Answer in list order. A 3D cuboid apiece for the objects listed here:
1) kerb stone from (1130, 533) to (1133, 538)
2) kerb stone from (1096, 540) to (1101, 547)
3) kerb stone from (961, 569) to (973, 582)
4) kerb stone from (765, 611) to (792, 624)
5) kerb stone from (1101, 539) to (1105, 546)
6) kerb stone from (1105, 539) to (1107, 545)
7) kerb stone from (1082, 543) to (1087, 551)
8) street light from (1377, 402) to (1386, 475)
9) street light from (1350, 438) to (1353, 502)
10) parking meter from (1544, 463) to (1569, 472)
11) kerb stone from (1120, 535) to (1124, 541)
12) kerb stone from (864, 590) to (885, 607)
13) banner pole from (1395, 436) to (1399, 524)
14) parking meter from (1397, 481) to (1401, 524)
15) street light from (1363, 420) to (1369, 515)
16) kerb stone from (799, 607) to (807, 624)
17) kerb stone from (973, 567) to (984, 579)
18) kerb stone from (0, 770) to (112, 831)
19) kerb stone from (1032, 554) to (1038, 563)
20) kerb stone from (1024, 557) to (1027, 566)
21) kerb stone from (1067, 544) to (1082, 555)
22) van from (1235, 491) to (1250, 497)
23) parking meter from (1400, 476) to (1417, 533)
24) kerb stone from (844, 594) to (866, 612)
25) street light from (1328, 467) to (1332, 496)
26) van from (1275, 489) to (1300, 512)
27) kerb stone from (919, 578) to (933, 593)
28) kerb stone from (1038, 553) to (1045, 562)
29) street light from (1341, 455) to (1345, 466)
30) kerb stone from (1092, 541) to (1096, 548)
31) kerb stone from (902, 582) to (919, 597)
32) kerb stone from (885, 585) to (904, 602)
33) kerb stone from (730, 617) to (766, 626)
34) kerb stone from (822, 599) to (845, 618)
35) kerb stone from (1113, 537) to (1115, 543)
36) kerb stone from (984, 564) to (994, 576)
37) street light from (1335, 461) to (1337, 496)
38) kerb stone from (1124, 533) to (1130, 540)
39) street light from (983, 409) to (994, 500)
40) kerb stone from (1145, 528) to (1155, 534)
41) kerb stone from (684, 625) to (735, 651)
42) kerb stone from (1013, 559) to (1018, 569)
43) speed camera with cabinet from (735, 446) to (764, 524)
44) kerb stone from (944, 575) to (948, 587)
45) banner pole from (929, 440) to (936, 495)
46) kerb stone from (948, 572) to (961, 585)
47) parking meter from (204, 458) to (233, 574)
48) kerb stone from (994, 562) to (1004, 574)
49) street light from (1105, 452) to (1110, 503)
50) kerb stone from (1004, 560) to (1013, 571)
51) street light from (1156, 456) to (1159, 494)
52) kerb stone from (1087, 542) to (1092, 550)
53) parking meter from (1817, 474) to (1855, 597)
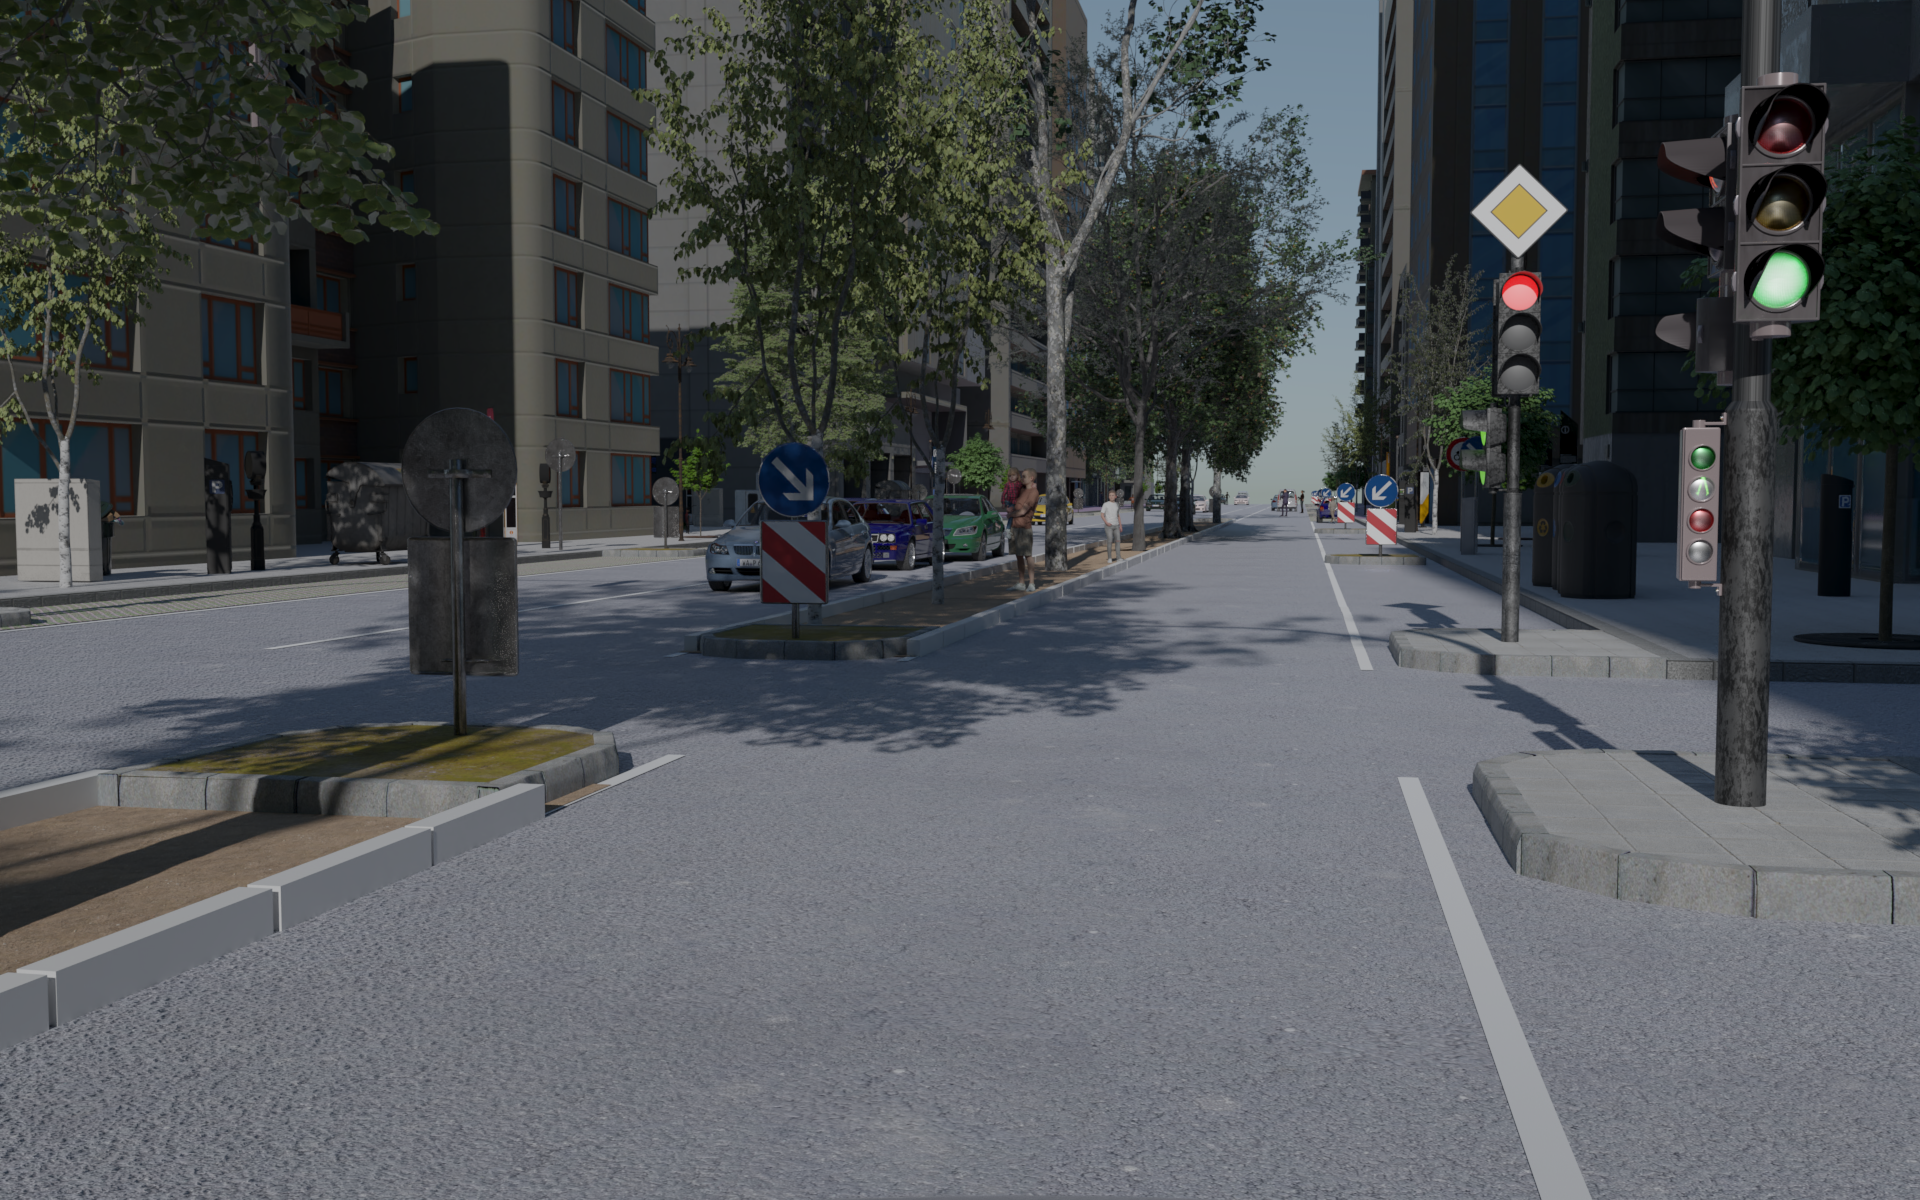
[{"bbox_3d":[5.368,-2.031,55.398,0.120,0.150,1.000,1,4,11],"label":"kerb stone"},{"bbox_3d":[3.582,-1.478,46.358,0.120,0.150,1.000,1,4,11],"label":"kerb stone"},{"bbox_3d":[0.015,-0.371,28.267,0.120,0.150,1.000,1,4,11],"label":"kerb stone"},{"bbox_3d":[-1.961,0.245,18.217,0.120,0.150,1.000,1,4,11],"label":"kerb stone"},{"bbox_3d":[3.785,-1.535,47.360,0.120,0.150,1.000,1,4,11],"label":"kerb stone"},{"bbox_3d":[3.977,-1.601,48.364,0.120,0.150,1.000,1,4,11],"label":"kerb stone"},{"bbox_3d":[2.992,-1.294,43.348,0.120,0.150,1.000,1,4,11],"label":"kerb stone"},{"bbox_3d":[21.205,-6.996,87.175,0.468,5.910,1.993,1,4,11],"label":"street light"},{"bbox_3d":[30.465,-9.908,134.781,0.468,5.910,1.993,1,4,11],"label":"street light"},{"bbox_3d":[11.178,-1.637,32.474,0.399,1.863,0.255,3,4,38],"label":"parking meter"},{"bbox_3d":[4.770,-1.846,52.375,0.120,0.150,1.000,1,4,11],"label":"kerb stone"},{"bbox_3d":[-1.172,-0.002,22.231,0.120,0.150,1.000,1,4,11],"label":"kerb stone"},{"bbox_3d":[18.850,-5.177,74.655,0.401,3.779,0.863,1,4,21],"label":"banner pole"},{"bbox_3d":[18.762,-4.138,73.370,0.255,1.863,0.399,2,4,24],"label":"parking meter"},{"bbox_3d":[24.920,-8.170,106.362,0.468,5.910,1.993,1,4,11],"label":"street light"},{"bbox_3d":[-1.763,0.182,19.222,0.120,0.150,1.000,1,4,11],"label":"kerb stone"},{"bbox_3d":[0.220,-0.433,29.269,0.120,0.150,1.000,1,4,11],"label":"kerb stone"},{"bbox_3d":[-4.063,0.895,7.565,0.120,0.150,1.000,1,4,11],"label":"kerb stone"},{"bbox_3d":[1.403,-0.799,35.301,0.120,0.150,1.000,1,4,11],"label":"kerb stone"},{"bbox_3d":[1.211,-0.740,34.294,0.120,0.150,1.000,1,4,11],"label":"kerb stone"},{"bbox_3d":[2.793,-1.232,42.344,0.120,0.150,1.000,1,4,11],"label":"kerb stone"},{"bbox_3d":[39.088,-14.218,239.470,2.013,2.044,4.112,1,4,12],"label":"van"},{"bbox_3d":[14.989,-3.177,57.662,0.399,1.863,0.255,2,4,26],"label":"parking meter"},{"bbox_3d":[-1.371,0.065,21.229,0.120,0.150,1.000,1,4,11],"label":"kerb stone"},{"bbox_3d":[46.347,-14.871,215.934,0.468,5.910,1.993,1,4,11],"label":"street light"},{"bbox_3d":[26.916,-8.282,142.428,2.013,2.044,4.112,1,4,11],"label":"van"},{"bbox_3d":[-0.578,-0.186,25.249,0.120,0.150,1.000,1,4,11],"label":"kerb stone"},{"bbox_3d":[1.605,-0.861,36.311,0.120,0.150,1.000,1,4,11],"label":"kerb stone"},{"bbox_3d":[36.078,-11.635,163.025,0.468,5.910,1.993,1,4,11],"label":"street light"},{"bbox_3d":[3.389,-1.414,45.353,0.120,0.150,1.000,1,4,11],"label":"kerb stone"},{"bbox_3d":[-0.771,-0.125,24.246,0.120,0.150,1.000,1,4,11],"label":"kerb stone"},{"bbox_3d":[-0.961,-0.064,23.235,0.120,0.150,1.000,1,4,11],"label":"kerb stone"},{"bbox_3d":[-2.161,0.305,17.215,0.120,0.150,1.000,1,4,11],"label":"kerb stone"},{"bbox_3d":[-1.557,0.125,20.224,0.120,0.150,1.000,1,4,11],"label":"kerb stone"},{"bbox_3d":[4.373,-1.723,50.369,0.120,0.150,1.000,1,4,11],"label":"kerb stone"},{"bbox_3d":[0.412,-0.494,30.274,0.120,0.150,1.000,1,4,11],"label":"kerb stone"},{"bbox_3d":[40.902,-13.155,187.872,0.468,5.910,1.993,1,4,11],"label":"street light"},{"bbox_3d":[5.166,-1.969,54.395,0.120,0.150,1.000,1,4,11],"label":"kerb stone"},{"bbox_3d":[1.557,-7.403,93.819,0.468,5.910,1.993,1,4,11],"label":"street light"},{"bbox_3d":[6.949,-2.523,63.442,0.120,0.150,1.000,1,4,11],"label":"kerb stone"},{"bbox_3d":[-2.351,0.368,16.211,0.120,0.150,1.000,1,4,11],"label":"kerb stone"},{"bbox_3d":[1.009,-0.678,33.292,0.120,0.150,1.000,1,4,11],"label":"kerb stone"},{"bbox_3d":[-8.261,-4.635,70.124,0.660,3.252,2.038,2,4,31],"label":"speed camera with cabinet"},{"bbox_3d":[-0.372,-0.248,26.250,0.120,0.150,1.000,1,4,11],"label":"kerb stone"},{"bbox_3d":[-1.198,-5.507,80.061,0.863,3.779,0.401,3,5,42],"label":"banner pole"},{"bbox_3d":[-0.183,-0.308,27.265,0.120,0.150,1.000,1,4,11],"label":"kerb stone"},{"bbox_3d":[-11.922,-1.356,27.886,0.399,1.863,0.255,-1,4,-17],"label":"parking meter"},{"bbox_3d":[0.613,-0.555,31.276,0.120,0.150,1.000,1,4,11],"label":"kerb stone"},{"bbox_3d":[12.676,-10.852,150.224,0.468,5.910,1.993,1,4,11],"label":"street light"},{"bbox_3d":[0.807,-0.616,32.281,0.120,0.150,1.000,1,4,11],"label":"kerb stone"},{"bbox_3d":[23.283,-14.157,204.250,0.468,5.910,1.993,1,4,11],"label":"street light"},{"bbox_3d":[3.192,-1.355,44.350,0.120,0.150,1.000,1,4,11],"label":"kerb stone"},{"bbox_3d":[10.993,-0.815,21.739,0.372,1.533,0.369,0,3,0],"label":"parking meter"}]
